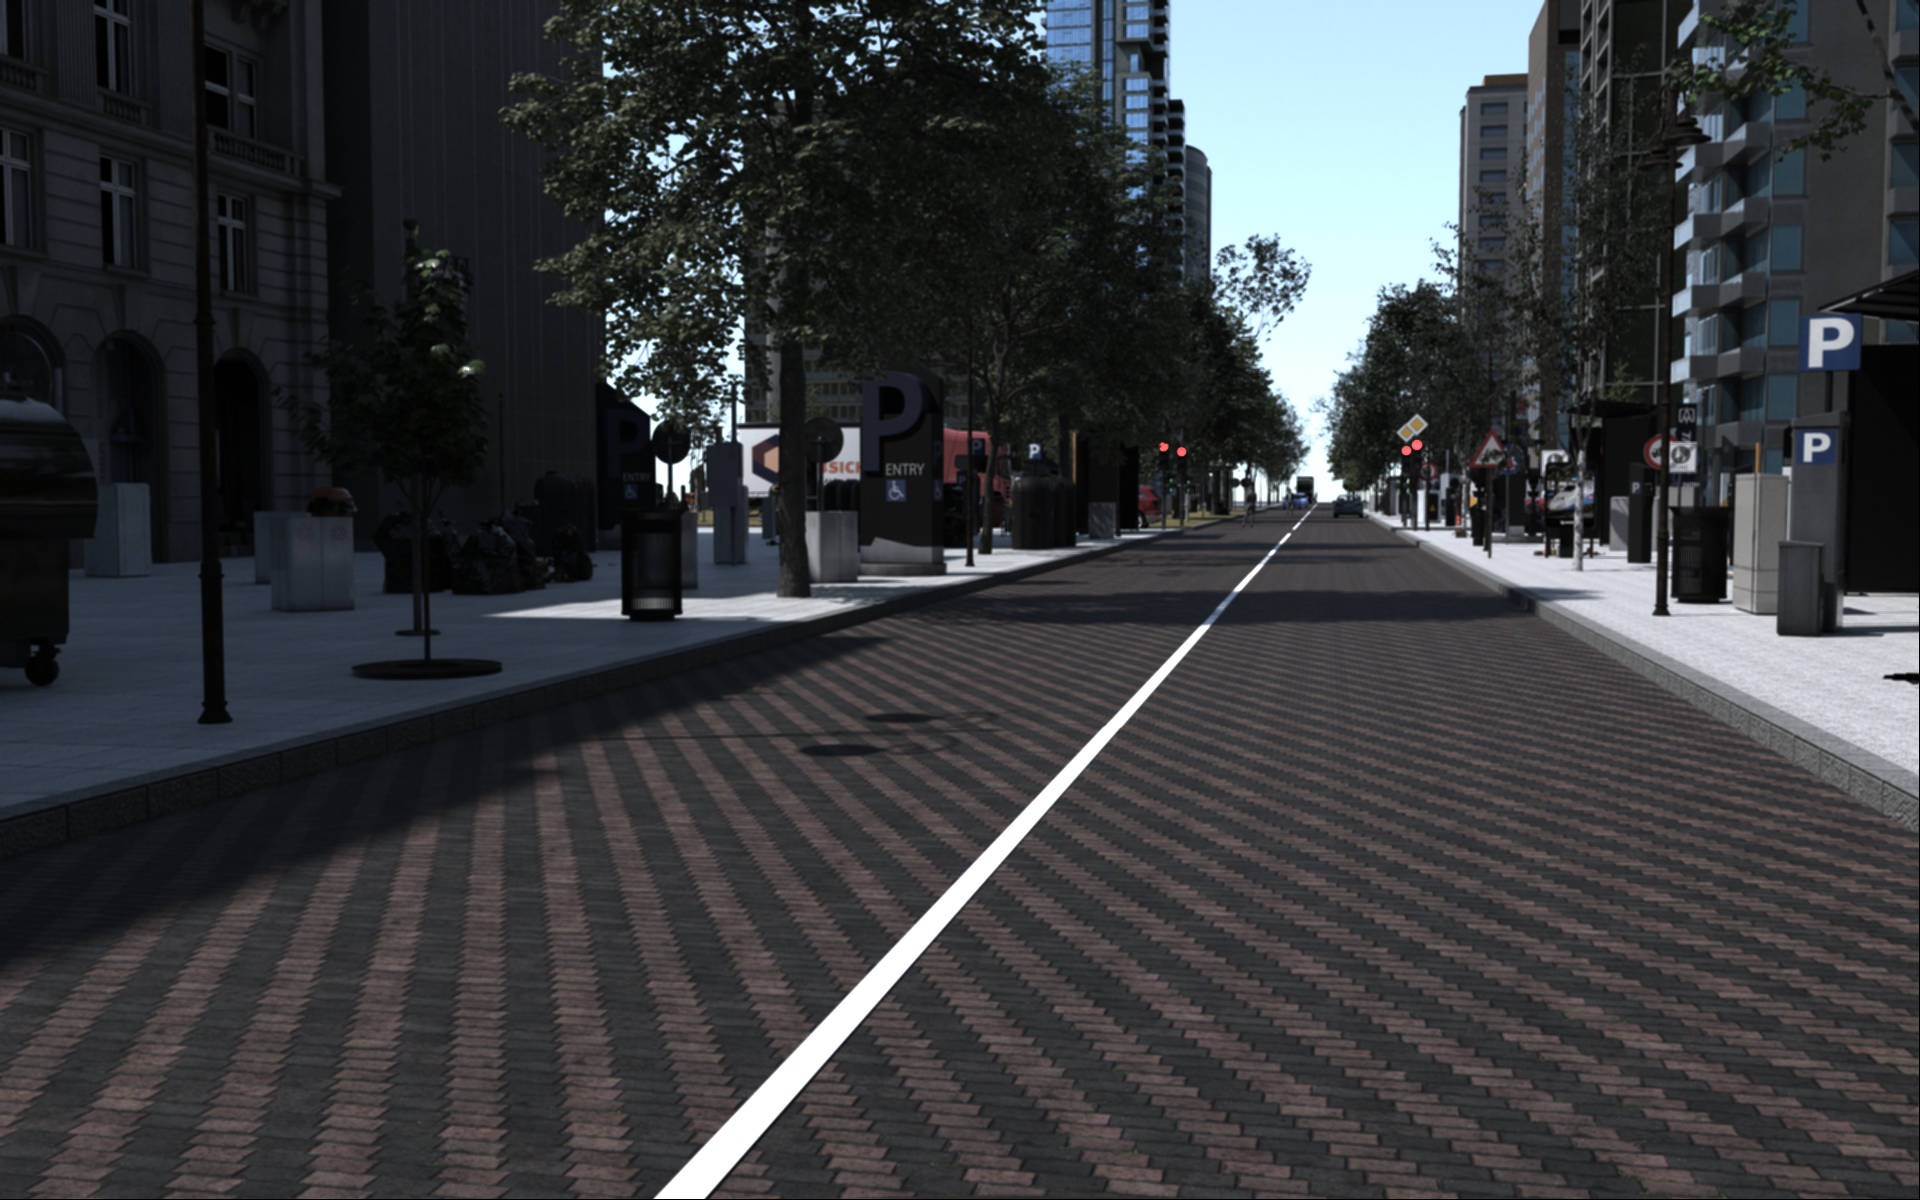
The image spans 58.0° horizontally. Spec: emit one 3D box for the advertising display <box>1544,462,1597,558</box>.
[{"bbox_3d":[12.237,-1.806,34.735,0.974,1.923,0.123,2,4,25],"label":"advertising display"}]

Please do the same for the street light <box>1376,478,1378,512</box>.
[{"bbox_3d":[29.006,-9.031,120.445,0.468,5.910,1.993,1,4,12],"label":"street light"}]

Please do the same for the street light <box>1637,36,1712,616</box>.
[{"bbox_3d":[7.411,-2.773,18.122,0.468,5.910,1.993,1,4,12],"label":"street light"}]

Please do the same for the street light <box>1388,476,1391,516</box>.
[{"bbox_3d":[24.703,-7.756,99.591,0.468,5.910,1.993,1,4,12],"label":"street light"}]

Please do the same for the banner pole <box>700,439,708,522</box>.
[{"bbox_3d":[-11.597,-5.464,79.356,0.401,3.779,0.863,2,4,32],"label":"banner pole"}]

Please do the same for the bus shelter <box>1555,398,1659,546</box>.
[{"bbox_3d":[16.874,-3.310,45.400,1.731,3.624,6.357,1,4,12],"label":"bus shelter"}]

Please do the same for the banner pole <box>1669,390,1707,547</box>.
[{"bbox_3d":[17.755,-3.178,41.980,0.863,3.779,0.401,1,4,10],"label":"banner pole"}]

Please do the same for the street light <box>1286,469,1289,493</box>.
[{"bbox_3d":[50.648,-18.105,268.800,0.468,5.910,1.993,1,4,12],"label":"street light"}]

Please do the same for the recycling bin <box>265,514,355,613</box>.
[{"bbox_3d":[-7.184,-0.406,19.200,0.722,1.027,0.722,-3,4,-37],"label":"recycling bin"}]

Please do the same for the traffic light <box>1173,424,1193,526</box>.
[{"bbox_3d":[8.976,-4.950,69.858,0.839,4.253,0.868,1,4,12],"label":"traffic light"}]

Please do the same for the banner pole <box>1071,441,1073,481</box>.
[{"bbox_3d":[5.463,-5.602,81.608,0.863,3.779,0.401,3,4,36],"label":"banner pole"}]

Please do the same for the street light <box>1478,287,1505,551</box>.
[{"bbox_3d":[11.867,-4.040,38.839,0.468,5.910,1.993,1,4,12],"label":"street light"}]

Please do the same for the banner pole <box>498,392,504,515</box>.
[{"bbox_3d":[-11.243,-3.212,42.537,0.401,3.779,0.863,-1,4,-15],"label":"banner pole"}]

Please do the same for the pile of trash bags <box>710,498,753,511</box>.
[{"bbox_3d":[-17.872,-7.674,135.219,3.447,1.369,1.912,0,4,5],"label":"pile of trash bags"}]

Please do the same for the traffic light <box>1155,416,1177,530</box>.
[{"bbox_3d":[7.325,-4.472,62.045,0.839,4.253,0.868,1,4,12],"label":"traffic light"}]

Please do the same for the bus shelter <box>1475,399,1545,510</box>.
[{"bbox_3d":[22.295,-5.697,70.773,2.179,5.291,8.768,1,4,12],"label":"bus shelter"}]

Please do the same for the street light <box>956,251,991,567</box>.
[{"bbox_3d":[0.176,-3.532,30.530,0.468,5.910,1.993,1,4,12],"label":"street light"}]

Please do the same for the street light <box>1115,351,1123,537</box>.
[{"bbox_3d":[4.740,-4.823,51.640,0.468,5.910,1.993,1,4,12],"label":"street light"}]

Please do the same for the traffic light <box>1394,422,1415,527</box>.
[{"bbox_3d":[17.503,-4.842,68.080,0.839,4.253,0.868,1,4,12],"label":"traffic light"}]

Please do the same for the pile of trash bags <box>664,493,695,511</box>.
[{"bbox_3d":[-23.309,-7.963,139.947,3.447,1.369,1.912,1,4,10],"label":"pile of trash bags"}]

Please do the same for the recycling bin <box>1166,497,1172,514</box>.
[{"bbox_3d":[12.931,-5.929,109.500,0.722,1.027,0.722,3,5,45],"label":"recycling bin"}]

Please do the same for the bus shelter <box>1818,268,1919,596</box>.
[{"bbox_3d":[10.981,-1.677,18.701,1.731,3.624,6.357,1,4,12],"label":"bus shelter"}]

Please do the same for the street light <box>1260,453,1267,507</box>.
[{"bbox_3d":[28.873,-11.828,166.179,0.468,5.910,1.993,1,4,12],"label":"street light"}]

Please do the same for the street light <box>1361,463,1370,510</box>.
[{"bbox_3d":[35.878,-11.015,152.881,0.468,5.910,1.993,1,4,12],"label":"street light"}]

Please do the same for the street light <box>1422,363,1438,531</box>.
[{"bbox_3d":[16.196,-5.323,59.823,0.468,5.910,1.993,1,4,12],"label":"street light"}]

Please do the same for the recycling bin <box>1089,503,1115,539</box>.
[{"bbox_3d":[4.093,-2.282,49.862,0.722,1.027,0.722,1,4,9],"label":"recycling bin"}]

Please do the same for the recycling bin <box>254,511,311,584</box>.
[{"bbox_3d":[-9.759,-0.764,25.042,0.722,1.027,0.722,-1,4,-12],"label":"recycling bin"}]

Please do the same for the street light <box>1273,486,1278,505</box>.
[{"bbox_3d":[37.682,-14.382,207.925,0.468,5.910,1.993,1,4,12],"label":"street light"}]

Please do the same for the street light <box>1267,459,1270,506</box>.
[{"bbox_3d":[33.306,-13.113,187.192,0.468,5.910,1.993,1,4,12],"label":"street light"}]

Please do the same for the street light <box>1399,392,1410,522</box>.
[{"bbox_3d":[20.180,-6.481,78.754,0.468,5.910,1.993,1,4,12],"label":"street light"}]

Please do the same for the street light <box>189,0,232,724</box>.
[{"bbox_3d":[-4.189,-2.249,9.561,0.468,5.910,1.993,1,4,12],"label":"street light"}]

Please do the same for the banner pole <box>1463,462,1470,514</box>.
[{"bbox_3d":[32.919,-7.519,112.956,0.401,3.779,0.863,-3,4,-39],"label":"banner pole"}]

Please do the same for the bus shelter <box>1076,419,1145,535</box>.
[{"bbox_3d":[5.113,-4.039,57.315,1.731,3.624,6.357,1,4,12],"label":"bus shelter"}]

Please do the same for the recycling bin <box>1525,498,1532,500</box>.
[{"bbox_3d":[36.927,-6.109,112.431,0.722,1.027,0.722,0,3,0],"label":"recycling bin"}]

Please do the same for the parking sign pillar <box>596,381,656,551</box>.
[{"bbox_3d":[-7.682,-3.145,39.890,1.447,3.967,1.447,-2,4,-35],"label":"parking sign pillar"}]

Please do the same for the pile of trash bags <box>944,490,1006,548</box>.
[{"bbox_3d":[-0.401,-1.973,42.014,3.447,1.369,1.912,-2,4,-33],"label":"pile of trash bags"}]

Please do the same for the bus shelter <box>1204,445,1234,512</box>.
[{"bbox_3d":[19.358,-9.291,129.541,2.179,5.291,8.768,1,4,12],"label":"bus shelter"}]

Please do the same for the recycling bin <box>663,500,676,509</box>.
[{"bbox_3d":[-16.857,-5.348,99.994,0.722,1.027,0.722,-3,5,-43],"label":"recycling bin"}]

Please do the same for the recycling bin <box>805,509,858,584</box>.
[{"bbox_3d":[-1.976,-0.776,25.247,0.722,1.027,0.722,-3,5,-43],"label":"recycling bin"}]

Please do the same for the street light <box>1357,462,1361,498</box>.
[{"bbox_3d":[40.334,-12.318,174.183,0.468,5.910,1.993,1,4,12],"label":"street light"}]

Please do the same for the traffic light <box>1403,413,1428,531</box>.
[{"bbox_3d":[15.852,-4.364,60.266,0.839,4.253,0.868,1,4,12],"label":"traffic light"}]

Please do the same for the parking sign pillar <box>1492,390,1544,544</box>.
[{"bbox_3d":[14.585,-3.480,45.374,1.447,3.967,1.447,1,4,16],"label":"parking sign pillar"}]

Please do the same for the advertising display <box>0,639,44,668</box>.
[{"bbox_3d":[-7.062,-0.466,12.825,0.974,1.923,0.123,2,4,31],"label":"advertising display"}]

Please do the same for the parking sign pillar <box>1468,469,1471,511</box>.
[{"bbox_3d":[39.171,-8.749,131.513,1.447,3.967,1.447,3,5,41],"label":"parking sign pillar"}]

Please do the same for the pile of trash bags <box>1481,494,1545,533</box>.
[{"bbox_3d":[18.257,-2.959,58.128,1.912,1.369,3.447,0,4,-8],"label":"pile of trash bags"}]

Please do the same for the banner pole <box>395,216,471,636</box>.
[{"bbox_3d":[-4.818,-1.584,15.910,0.401,3.779,0.863,3,4,37],"label":"banner pole"}]

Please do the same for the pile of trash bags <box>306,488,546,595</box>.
[{"bbox_3d":[-7.241,-0.821,23.180,3.447,1.369,1.912,1,4,18],"label":"pile of trash bags"}]

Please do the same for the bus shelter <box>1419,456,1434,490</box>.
[{"bbox_3d":[32.145,-8.604,118.304,2.179,5.291,8.768,1,4,12],"label":"bus shelter"}]

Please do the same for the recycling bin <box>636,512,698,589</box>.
[{"bbox_3d":[-4.015,-0.684,23.735,0.722,1.027,0.722,-1,4,-20],"label":"recycling bin"}]

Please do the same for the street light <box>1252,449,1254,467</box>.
[{"bbox_3d":[24.462,-10.538,145.090,0.468,5.910,1.993,1,4,12],"label":"street light"}]

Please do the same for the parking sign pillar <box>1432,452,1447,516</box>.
[{"bbox_3d":[28.090,-6.967,102.389,1.447,3.967,1.447,0,4,-3],"label":"parking sign pillar"}]

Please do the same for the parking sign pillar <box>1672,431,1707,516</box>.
[{"bbox_3d":[30.931,-5.198,73.464,1.447,3.967,1.447,3,5,41],"label":"parking sign pillar"}]

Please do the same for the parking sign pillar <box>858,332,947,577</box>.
[{"bbox_3d":[-0.925,-2.384,27.457,1.447,3.967,1.447,2,4,26],"label":"parking sign pillar"}]
